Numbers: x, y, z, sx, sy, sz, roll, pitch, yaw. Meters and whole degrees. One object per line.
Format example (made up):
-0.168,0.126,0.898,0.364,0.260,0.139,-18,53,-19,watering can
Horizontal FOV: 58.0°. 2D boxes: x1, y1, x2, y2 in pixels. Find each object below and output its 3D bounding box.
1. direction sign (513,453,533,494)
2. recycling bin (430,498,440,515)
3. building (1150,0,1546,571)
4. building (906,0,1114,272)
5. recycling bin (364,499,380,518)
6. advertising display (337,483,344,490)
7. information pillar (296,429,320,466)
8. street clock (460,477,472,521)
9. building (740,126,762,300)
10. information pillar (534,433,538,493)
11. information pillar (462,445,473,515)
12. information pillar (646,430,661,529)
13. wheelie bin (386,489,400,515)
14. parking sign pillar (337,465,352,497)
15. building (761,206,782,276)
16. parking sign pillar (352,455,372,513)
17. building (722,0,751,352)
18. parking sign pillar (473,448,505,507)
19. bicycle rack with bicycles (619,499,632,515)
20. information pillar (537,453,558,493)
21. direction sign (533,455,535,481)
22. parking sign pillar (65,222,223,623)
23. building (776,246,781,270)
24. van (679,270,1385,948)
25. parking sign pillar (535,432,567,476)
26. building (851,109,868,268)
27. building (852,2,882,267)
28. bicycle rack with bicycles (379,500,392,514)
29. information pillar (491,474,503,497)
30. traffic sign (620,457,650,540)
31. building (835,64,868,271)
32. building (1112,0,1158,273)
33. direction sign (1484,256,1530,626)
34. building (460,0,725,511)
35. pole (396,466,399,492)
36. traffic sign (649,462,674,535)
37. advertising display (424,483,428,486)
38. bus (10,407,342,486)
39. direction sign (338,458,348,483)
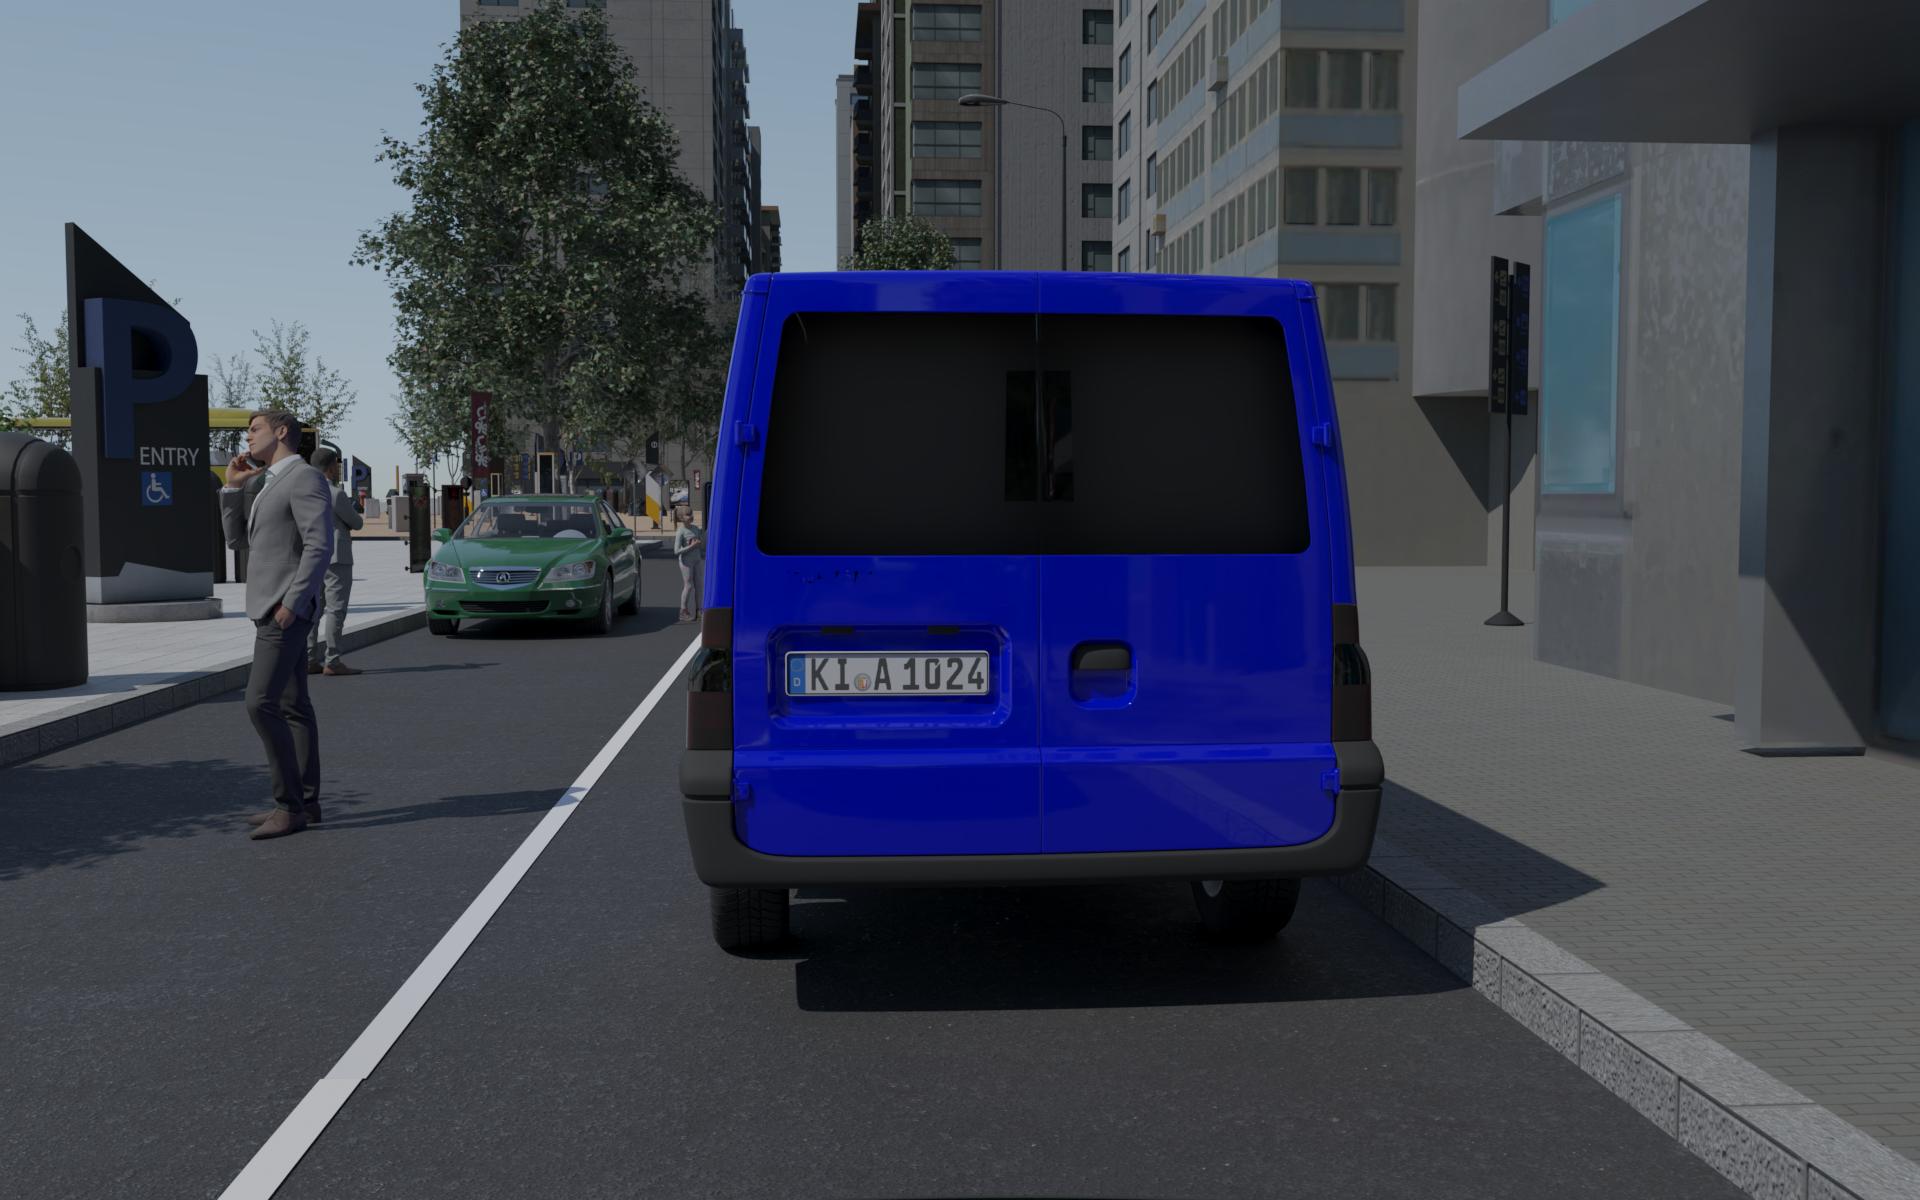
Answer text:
-24.358,-6.366,96.086,0.876,3.537,0.379,0,4,-1,direction sign
-31.896,-5.666,105.188,0.722,1.027,0.722,0,4,6,recycling bin
17.373,-21.030,35.728,32.217,40.220,23.993,0,4,-5,building
4.303,-19.065,83.418,14.160,30.474,14.107,0,4,-5,building
-31.144,-4.842,91.717,0.722,1.027,0.722,-1,4,-22,recycling bin
-37.693,-6.120,105.283,0.974,1.923,0.123,3,5,45,advertising display
-7.394,-0.925,19.612,0.304,2.012,0.304,-1,4,-20,information pillar
-20.386,-4.097,71.549,0.471,2.002,0.358,-2,4,-27,street clock
-28.565,-30.761,186.530,14.154,41.232,14.086,0,4,-5,building
-16.107,-4.561,65.923,0.183,3.616,0.504,0,4,-7,information pillar
-23.304,-5.543,81.980,0.504,3.616,0.183,1,4,17,information pillar
-11.147,-4.375,62.882,0.504,3.616,0.183,0,4,2,information pillar
-34.644,-5.991,105.853,0.980,1.594,0.693,2,4,31,wheelie bin
-38.611,-7.231,106.692,1.447,3.967,1.447,0,4,-6,parking sign pillar
-37.329,-36.700,254.662,22.147,44.769,28.867,0,4,-5,building
-41.045,-7.969,118.764,1.447,3.967,1.447,0,4,4,parking sign pillar
-31.171,-33.258,163.378,23.786,49.044,30.456,0,4,-5,building
-21.224,-5.512,78.599,1.447,3.967,1.447,1,4,21,parking sign pillar
-24.036,-6.793,124.448,2.925,0.926,2.852,-1,4,-12,bicycle rack with bicycles
-7.358,-1.619,30.969,0.304,2.012,0.304,0,4,0,information pillar
-25.071,-6.692,101.412,0.876,3.537,0.379,2,4,25,direction sign
-8.394,-1.792,17.774,1.447,3.967,1.447,2,4,30,parking sign pillar
-35.720,-36.258,276.408,14.154,41.232,14.086,0,4,-5,building
-0.027,-0.172,7.193,2.240,2.365,5.245,0,4,-5,van
-17.648,-5.284,74.859,1.447,3.967,1.447,-1,4,-16,parking sign pillar
-5.405,-33.520,198.158,14.600,45.320,14.200,0,4,-5,building
1.582,-30.661,155.926,22.147,44.769,28.867,0,4,-5,building
-33.422,-5.398,101.633,2.852,0.926,2.925,-1,4,-22,bicycle rack with bicycles
-16.602,-3.524,62.115,0.304,2.012,0.304,1,4,9,information pillar
-8.726,-2.620,46.486,0.795,2.450,0.064,0,4,-5,traffic sign
-6.962,-43.018,245.338,21.231,58.520,28.212,0,4,-5,building
3.283,-41.202,111.904,20.563,71.187,20.611,0,4,-5,building
5.335,-1.522,16.875,0.379,3.537,0.876,3,5,40,direction sign
-27.126,-42.756,137.312,20.563,71.187,20.611,0,4,-5,building
-40.130,-7.937,123.607,0.158,3.312,0.155,0,3,0,pole
-9.377,-3.107,54.445,0.795,2.450,0.064,0,4,-5,traffic sign
-30.436,-5.642,97.464,0.974,1.923,0.123,-1,4,-15,advertising display
-24.310,-3.544,49.498,12.252,3.916,2.896,0,4,-4,bus
-39.097,-7.199,109.705,0.876,3.537,0.379,2,4,26,direction sign
